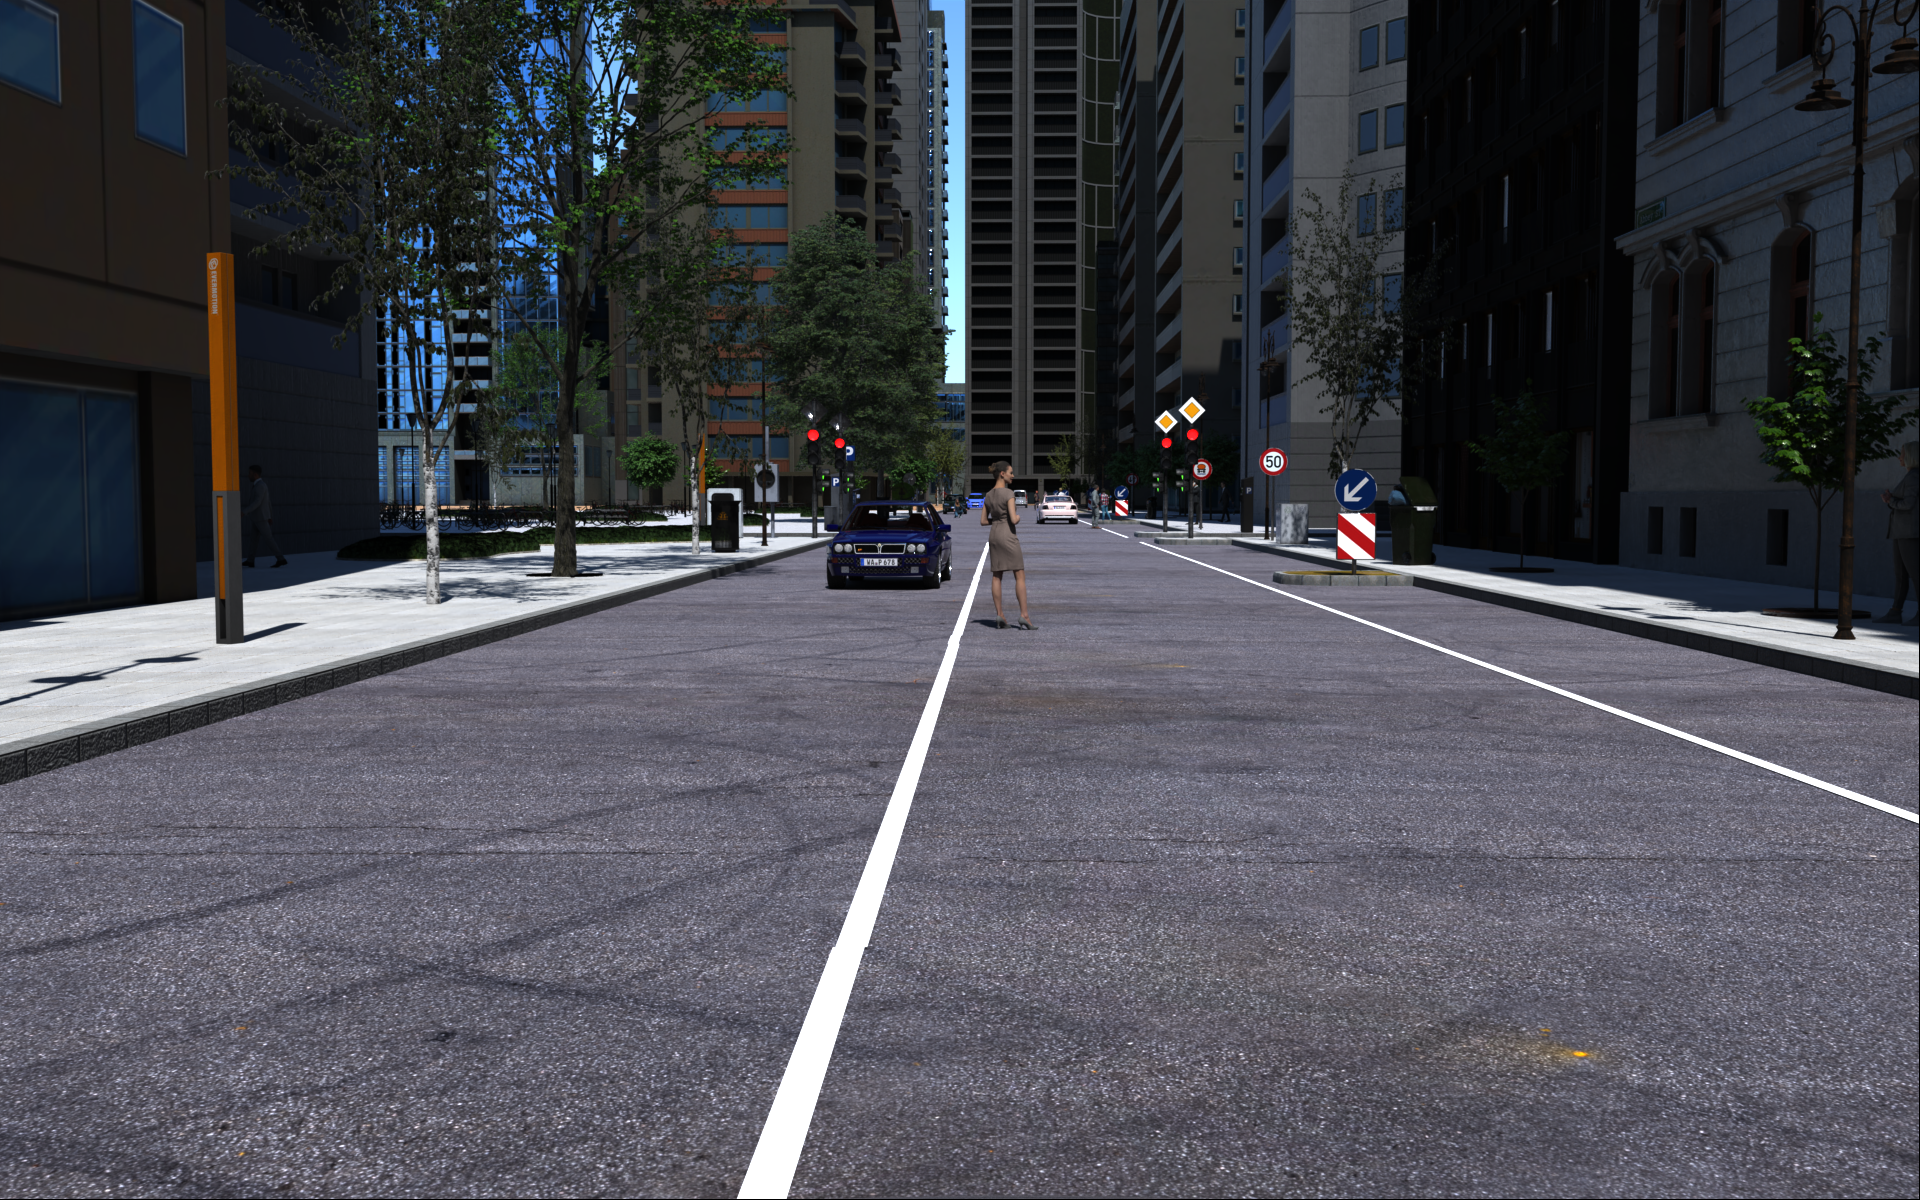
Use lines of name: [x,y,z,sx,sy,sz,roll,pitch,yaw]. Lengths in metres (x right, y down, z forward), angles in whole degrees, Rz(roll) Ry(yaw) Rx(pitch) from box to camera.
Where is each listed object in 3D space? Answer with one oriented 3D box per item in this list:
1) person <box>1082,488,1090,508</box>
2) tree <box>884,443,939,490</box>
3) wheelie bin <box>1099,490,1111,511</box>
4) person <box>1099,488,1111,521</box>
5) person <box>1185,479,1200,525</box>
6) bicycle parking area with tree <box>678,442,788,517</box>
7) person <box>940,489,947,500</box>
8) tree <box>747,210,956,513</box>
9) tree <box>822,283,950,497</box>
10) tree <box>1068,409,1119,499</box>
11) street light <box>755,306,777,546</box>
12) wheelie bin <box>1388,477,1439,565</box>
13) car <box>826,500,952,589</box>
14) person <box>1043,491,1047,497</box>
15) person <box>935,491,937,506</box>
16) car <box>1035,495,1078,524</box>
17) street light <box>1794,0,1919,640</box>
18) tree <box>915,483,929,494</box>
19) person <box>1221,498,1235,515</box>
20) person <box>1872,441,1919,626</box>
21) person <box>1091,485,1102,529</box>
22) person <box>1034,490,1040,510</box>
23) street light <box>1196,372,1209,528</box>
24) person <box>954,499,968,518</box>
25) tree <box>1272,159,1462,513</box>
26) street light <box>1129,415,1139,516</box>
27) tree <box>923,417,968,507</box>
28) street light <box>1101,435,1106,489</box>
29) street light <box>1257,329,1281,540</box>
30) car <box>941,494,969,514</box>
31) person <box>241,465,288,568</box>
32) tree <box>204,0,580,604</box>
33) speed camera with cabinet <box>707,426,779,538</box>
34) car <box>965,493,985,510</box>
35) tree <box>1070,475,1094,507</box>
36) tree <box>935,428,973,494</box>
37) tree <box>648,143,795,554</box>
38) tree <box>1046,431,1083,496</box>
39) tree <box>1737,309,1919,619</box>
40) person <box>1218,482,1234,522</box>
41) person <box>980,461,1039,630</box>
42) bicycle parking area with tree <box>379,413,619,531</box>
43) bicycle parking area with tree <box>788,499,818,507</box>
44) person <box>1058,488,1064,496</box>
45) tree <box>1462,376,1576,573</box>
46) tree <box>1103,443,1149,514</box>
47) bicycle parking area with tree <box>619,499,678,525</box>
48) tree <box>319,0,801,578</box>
person: [11.785,-9.421,160.058,1.348,1.826,0.705,-3,5,-42]
tree: [-3.224,-7.913,113.097,4.285,4.588,4.351,0,3,0]
wheelie bin: [10.856,-7.472,130.077,0.980,1.594,0.693,-1,4,-14]
person: [7.445,-4.876,89.063,0.563,1.720,0.643,-3,5,-41]
person: [9.818,-4.118,72.736,0.474,1.900,0.648,-2,4,-24]
bicycle parking area with tree: [-15.448,-6.806,98.288,9.016,4.147,8.231,1,4,11]
person: [-1.819,-11.723,197.659,1.348,1.831,0.705,2,4,34]
tree: [-4.926,-10.465,77.755,9.857,13.997,8.962,0,3,0]
tree: [-3.860,-10.615,91.676,7.486,12.596,7.792,0,3,0]
tree: [11.563,-12.226,150.265,4.360,8.622,3.978,0,3,0]
street light: [-4.836,-4.275,42.687,0.468,5.910,1.993,0,4,1]
wheelie bin: [8.162,-1.433,31.343,0.980,1.594,0.693,-2,4,-30]
car: [-1.080,-0.913,27.501,1.945,1.354,3.894,0,4,3]
person: [9.070,-10.698,184.073,0.621,1.740,0.551,0,4,-2]
person: [-2.587,-11.266,190.331,0.705,1.812,1.348,0,4,-8]
car: [4.690,-4.365,83.723,2.083,1.381,4.827,0,4,0]
street light: [7.826,-2.591,15.149,0.468,5.910,1.993,0,4,1]
tree: [-3.098,-9.091,143.247,1.663,3.219,1.824,0,3,0]
person: [16.424,-5.774,105.944,1.012,1.151,0.738,-2,4,-29]
person: [9.215,-0.655,16.935,0.526,1.800,0.537,2,4,34]
person: [5.615,-3.866,71.812,0.391,1.810,0.635,-1,4,-13]
person: [6.808,-8.754,152.163,0.617,1.759,0.750,-1,4,-20]
street light: [9.103,-5.659,65.312,0.468,5.910,1.993,0,4,1]
person: [-0.009,-5.520,104.251,1.012,1.151,0.738,-1,4,-18]
tree: [8.933,-5.431,39.163,4.360,8.622,3.978,0,3,0]
street light: [9.951,-7.730,99.168,0.468,5.910,1.993,0,4,1]
tree: [-1.380,-13.207,166.297,4.737,8.622,4.395,0,3,0]
street light: [10.945,-9.779,132.679,0.468,5.910,1.993,0,4,1]
street light: [8.653,-4.641,48.665,0.468,5.910,1.993,0,4,1]
car: [-0.347,-7.024,124.629,2.009,1.686,4.222,0,4,1]
person: [-12.193,-1.461,30.204,0.850,1.792,0.678,-1,4,-17]
tree: [-6.155,-4.242,19.718,4.360,8.622,3.978,0,3,0]
speed camera with cabinet: [-6.306,-3.427,50.370,2.038,3.252,0.660,0,4,0]
car: [1.481,-9.243,160.714,1.945,1.707,3.694,0,4,2]
tree: [12.678,-11.118,176.373,1.663,3.219,1.824,0,3,0]
tree: [-0.889,-14.751,191.542,4.360,8.622,3.978,0,3,0]
tree: [-5.577,-5.267,36.483,4.360,8.622,3.978,0,3,0]
tree: [12.469,-15.378,201.787,4.737,8.622,4.395,0,3,0]
tree: [9.007,-1.450,18.310,1.663,3.219,1.824,0,3,0]
person: [11.988,-4.454,78.638,0.755,1.850,0.659,-1,4,-20]
person: [0.519,-0.584,18.384,0.374,1.781,0.599,-3,5,-43]
bicycle parking area with tree: [-18.890,-4.713,64.066,9.016,4.147,8.231,1,4,22]
bicycle parking area with tree: [-15.105,-8.618,127.899,9.016,4.147,8.231,0,4,-6]
person: [6.094,-5.824,103.954,0.478,1.798,0.641,-2,4,-29]
tree: [9.325,-2.071,28.455,1.663,3.219,1.824,0,3,0]
tree: [10.805,-6.645,92.363,4.285,4.588,4.351,0,3,0]
bicycle parking area with tree: [-17.282,-5.254,72.910,9.016,4.147,8.231,0,4,2]
tree: [-6.001,-6.165,26.560,9.928,11.665,9.643,0,3,0]
